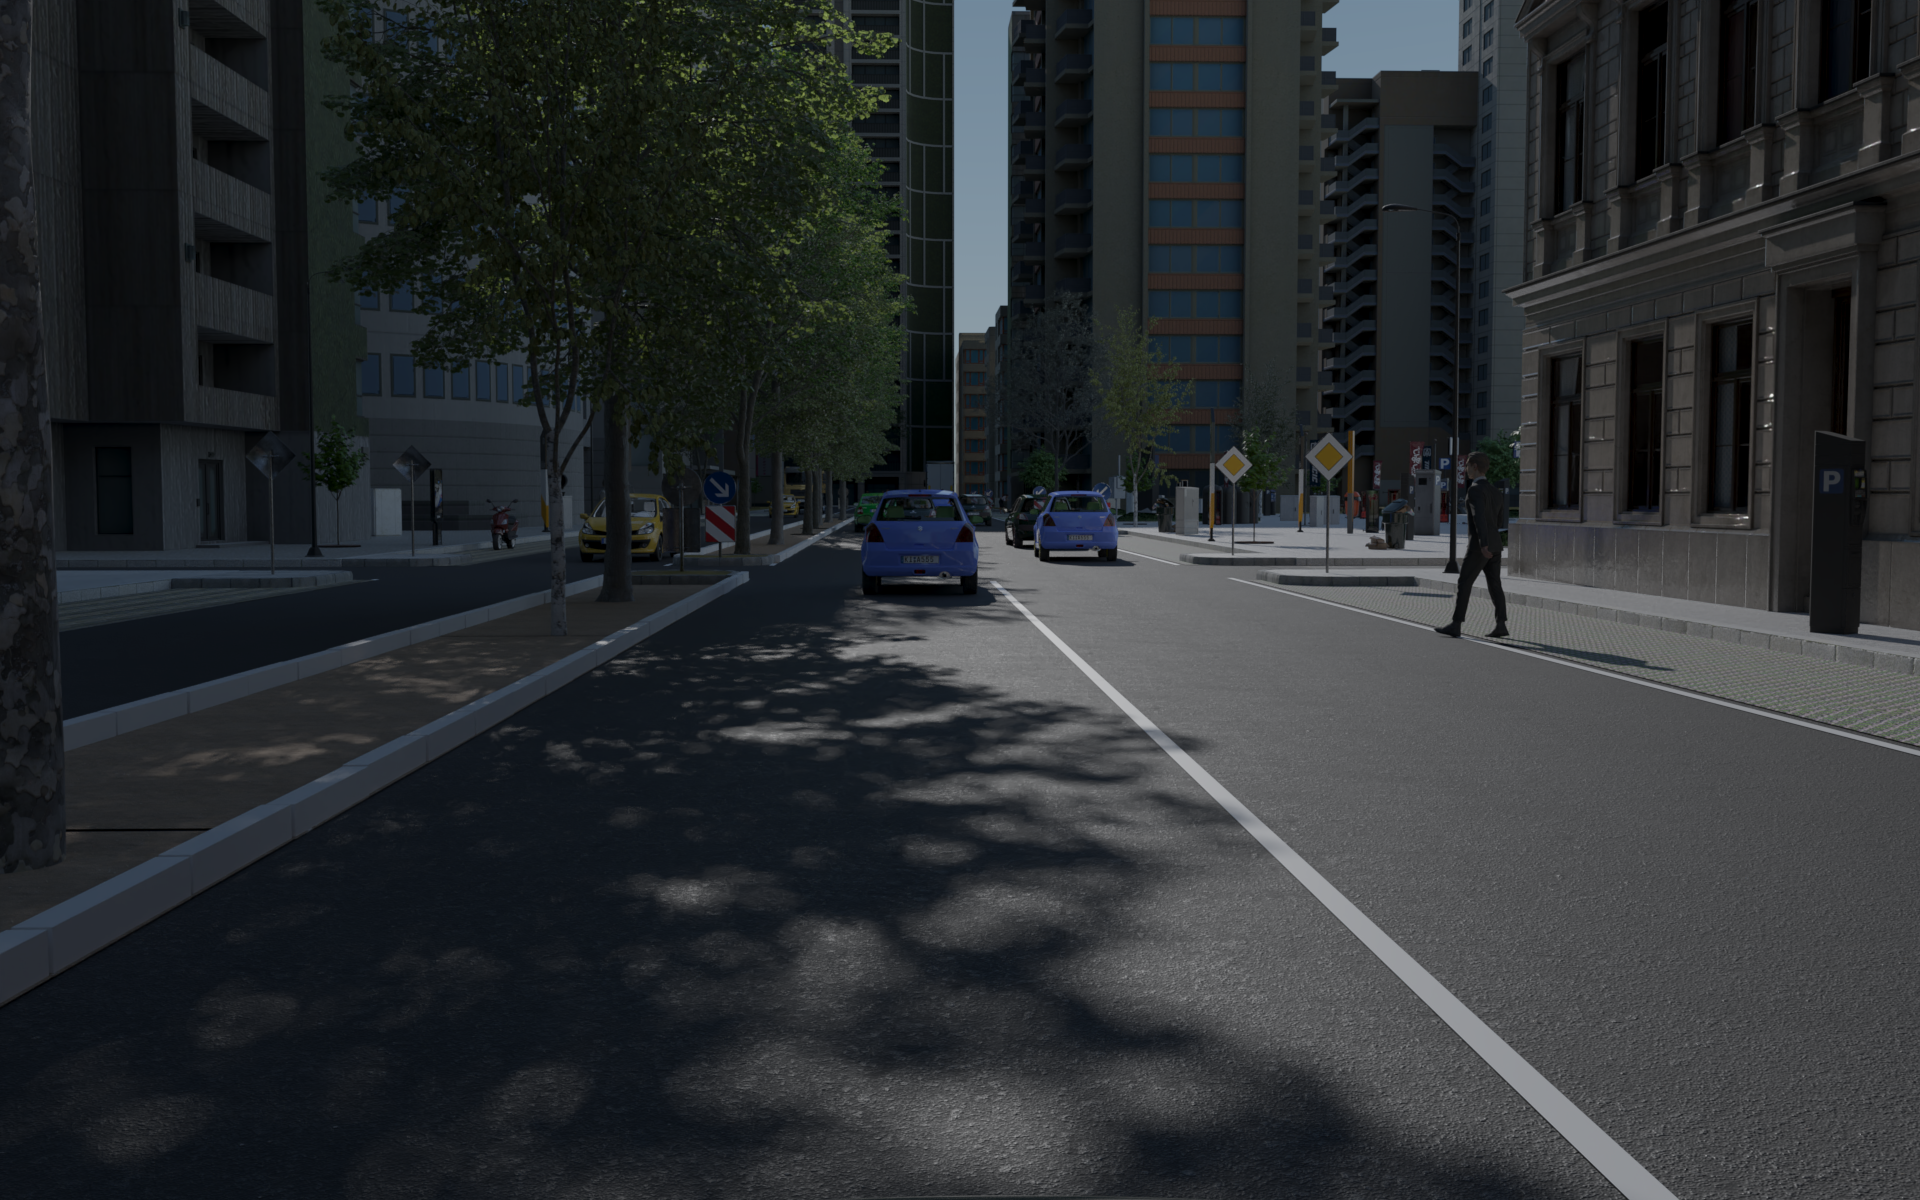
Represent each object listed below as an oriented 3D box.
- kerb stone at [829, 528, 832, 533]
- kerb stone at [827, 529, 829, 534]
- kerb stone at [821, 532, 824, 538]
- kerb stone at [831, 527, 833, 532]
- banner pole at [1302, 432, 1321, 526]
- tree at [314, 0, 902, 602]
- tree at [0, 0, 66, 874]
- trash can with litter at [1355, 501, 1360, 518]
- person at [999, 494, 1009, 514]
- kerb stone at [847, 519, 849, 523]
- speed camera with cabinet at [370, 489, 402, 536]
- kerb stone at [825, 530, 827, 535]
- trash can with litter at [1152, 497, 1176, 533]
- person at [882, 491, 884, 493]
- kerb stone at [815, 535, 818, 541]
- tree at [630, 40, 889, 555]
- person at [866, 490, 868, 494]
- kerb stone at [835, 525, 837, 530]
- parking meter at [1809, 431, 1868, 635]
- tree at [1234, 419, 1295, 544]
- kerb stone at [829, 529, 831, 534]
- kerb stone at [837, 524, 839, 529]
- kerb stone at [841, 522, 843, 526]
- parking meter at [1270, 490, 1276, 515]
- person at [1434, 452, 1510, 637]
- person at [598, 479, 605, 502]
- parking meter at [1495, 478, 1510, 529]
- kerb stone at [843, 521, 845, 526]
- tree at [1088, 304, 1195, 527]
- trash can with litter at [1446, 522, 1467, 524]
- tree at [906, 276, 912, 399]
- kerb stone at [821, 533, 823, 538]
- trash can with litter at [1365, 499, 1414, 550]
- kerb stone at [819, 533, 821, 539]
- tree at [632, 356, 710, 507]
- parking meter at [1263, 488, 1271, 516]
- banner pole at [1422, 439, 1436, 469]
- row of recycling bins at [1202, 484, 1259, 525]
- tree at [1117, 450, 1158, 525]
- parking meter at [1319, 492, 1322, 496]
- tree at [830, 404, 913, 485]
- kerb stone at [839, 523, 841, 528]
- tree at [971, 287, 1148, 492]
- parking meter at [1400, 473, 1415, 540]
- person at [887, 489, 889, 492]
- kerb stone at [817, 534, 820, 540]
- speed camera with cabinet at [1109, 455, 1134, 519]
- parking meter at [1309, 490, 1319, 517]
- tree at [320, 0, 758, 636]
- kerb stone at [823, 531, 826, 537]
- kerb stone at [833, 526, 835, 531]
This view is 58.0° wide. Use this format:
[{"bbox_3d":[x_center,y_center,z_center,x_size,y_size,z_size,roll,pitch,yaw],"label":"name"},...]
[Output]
[{"bbox_3d":[-4.713,-2.405,61.521,0.120,0.150,1.000,0,4,-2],"label":"kerb stone"},{"bbox_3d":[-4.650,-2.280,59.475,0.120,0.150,1.000,0,4,-2],"label":"kerb stone"},{"bbox_3d":[-4.507,-2.015,55.380,0.120,0.150,1.000,0,4,-2],"label":"kerb stone"},{"bbox_3d":[-4.756,-2.468,62.542,0.120,0.150,1.000,0,4,-2],"label":"kerb stone"},{"bbox_3d":[14.194,-4.893,70.019,0.863,3.779,0.401,2,4,30],"label":"banner pole"},{"bbox_3d":[-4.669,-6.266,23.042,7.486,12.596,7.792,0,3,0],"label":"tree"},{"bbox_3d":[-4.920,-9.084,6.869,12.611,20.169,13.585,0,3,0],"label":"tree"},{"bbox_3d":[21.475,-5.002,93.164,0.624,1.170,1.055,-3,5,-41],"label":"trash can with litter"},{"bbox_3d":[3.167,-6.886,124.271,0.799,1.438,0.628,0,4,7],"label":"person"},{"bbox_3d":[-5.403,-3.597,81.005,0.120,0.150,1.000,0,4,-2],"label":"kerb stone"},{"bbox_3d":[-17.992,-3.561,52.555,0.660,3.252,2.038,3,4,37],"label":"speed camera with cabinet"},{"bbox_3d":[-4.571,-2.155,57.425,0.120,0.150,1.000,0,4,-2],"label":"kerb stone"},{"bbox_3d":[6.968,-2.835,57.746,1.055,1.170,0.624,-3,5,-40],"label":"trash can with litter"},{"bbox_3d":[-7.991,-10.376,178.860,1.217,1.743,0.721,-1,4,-19],"label":"person"},{"bbox_3d":[-4.359,-1.779,51.284,0.120,0.150,1.000,0,4,-2],"label":"kerb stone"},{"bbox_3d":[-4.902,-6.806,39.491,9.928,11.665,9.643,0,3,0],"label":"tree"},{"bbox_3d":[-9.947,-10.866,186.182,1.348,1.821,0.705,1,4,15],"label":"person"},{"bbox_3d":[-4.892,-2.718,66.629,0.120,0.150,1.000,0,4,-2],"label":"kerb stone"},{"bbox_3d":[8.076,-0.624,15.920,0.255,1.863,0.399,-2,4,-35],"label":"parking meter"},{"bbox_3d":[7.581,-3.067,44.743,1.663,3.219,1.824,0,3,0],"label":"tree"},{"bbox_3d":[-4.688,-2.340,60.499,0.120,0.150,1.000,0,4,-2],"label":"kerb stone"},{"bbox_3d":[-4.973,-2.844,68.689,0.120,0.150,1.000,0,4,-2],"label":"kerb stone"},{"bbox_3d":[-5.114,-3.094,72.777,0.120,0.150,1.000,0,4,-2],"label":"kerb stone"},{"bbox_3d":[18.926,-5.896,104.804,0.372,1.533,0.369,0,3,0],"label":"parking meter"},{"bbox_3d":[5.129,-0.550,17.264,0.659,1.850,0.755,-3,5,-42],"label":"person"},{"bbox_3d":[-8.567,-2.051,42.135,0.767,1.812,0.694,0,4,-5],"label":"person"},{"bbox_3d":[20.013,-3.551,63.770,0.399,1.863,0.255,-3,4,-37],"label":"parking meter"},{"bbox_3d":[-5.221,-3.281,75.860,0.120,0.150,1.000,0,4,-2],"label":"kerb stone"},{"bbox_3d":[6.859,-7.127,66.884,4.737,8.622,4.395,0,3,0],"label":"tree"},{"bbox_3d":[21.856,-3.858,74.136,2.233,1.210,1.678,0,4,1],"label":"trash can with litter"},{"bbox_3d":[-5.281,-7.844,48.837,7.486,12.596,7.792,0,3,0],"label":"tree"},{"bbox_3d":[-4.471,-1.962,54.351,0.120,0.150,1.000,0,4,-2],"label":"kerb stone"},{"bbox_3d":[9.936,-1.755,40.084,1.055,1.170,0.624,-2,4,-31],"label":"trash can with litter"},{"bbox_3d":[-4.426,-1.904,53.330,0.120,0.150,1.000,0,4,-2],"label":"kerb stone"},{"bbox_3d":[-15.495,-8.758,93.556,4.360,8.622,3.978,0,3,0],"label":"tree"},{"bbox_3d":[18.083,-5.889,101.998,0.399,1.863,0.255,-1,4,-22],"label":"parking meter"},{"bbox_3d":[21.404,-5.436,78.903,0.401,3.779,0.863,-3,5,-44],"label":"banner pole"},{"bbox_3d":[11.663,-4.107,74.267,1.069,1.692,3.534,3,5,44],"label":"row of recycling bins"},{"bbox_3d":[7.226,-4.763,72.473,1.663,3.219,1.824,0,3,0],"label":"tree"},{"bbox_3d":[22.385,-6.241,107.755,0.255,1.863,0.399,2,4,23],"label":"parking meter"},{"bbox_3d":[-6.956,-10.140,102.666,8.767,10.594,7.601,0,4,-2],"label":"tree"},{"bbox_3d":[-5.036,-2.969,70.733,0.120,0.150,1.000,0,4,-2],"label":"kerb stone"},{"bbox_3d":[5.788,-11.700,101.660,12.009,13.543,11.850,0,3,0],"label":"tree"},{"bbox_3d":[12.433,-2.595,48.135,0.255,1.863,0.399,3,5,44],"label":"parking meter"},{"bbox_3d":[-5.928,-8.107,140.911,0.709,1.838,0.599,3,4,36],"label":"person"},{"bbox_3d":[-4.399,-1.834,52.306,0.120,0.150,1.000,0,4,-2],"label":"kerb stone"},{"bbox_3d":[8.611,-5.763,88.563,2.038,3.252,0.660,-2,4,-27],"label":"speed camera with cabinet"},{"bbox_3d":[19.424,-5.481,95.330,0.255,1.863,0.399,2,4,35],"label":"parking meter"},{"bbox_3d":[-3.999,-3.924,16.982,4.737,8.622,4.395,0,3,0],"label":"tree"},{"bbox_3d":[-4.539,-2.092,56.404,0.120,0.150,1.000,0,4,-2],"label":"kerb stone"},{"bbox_3d":[-4.824,-2.589,64.586,0.120,0.150,1.000,0,4,-2],"label":"kerb stone"}]
